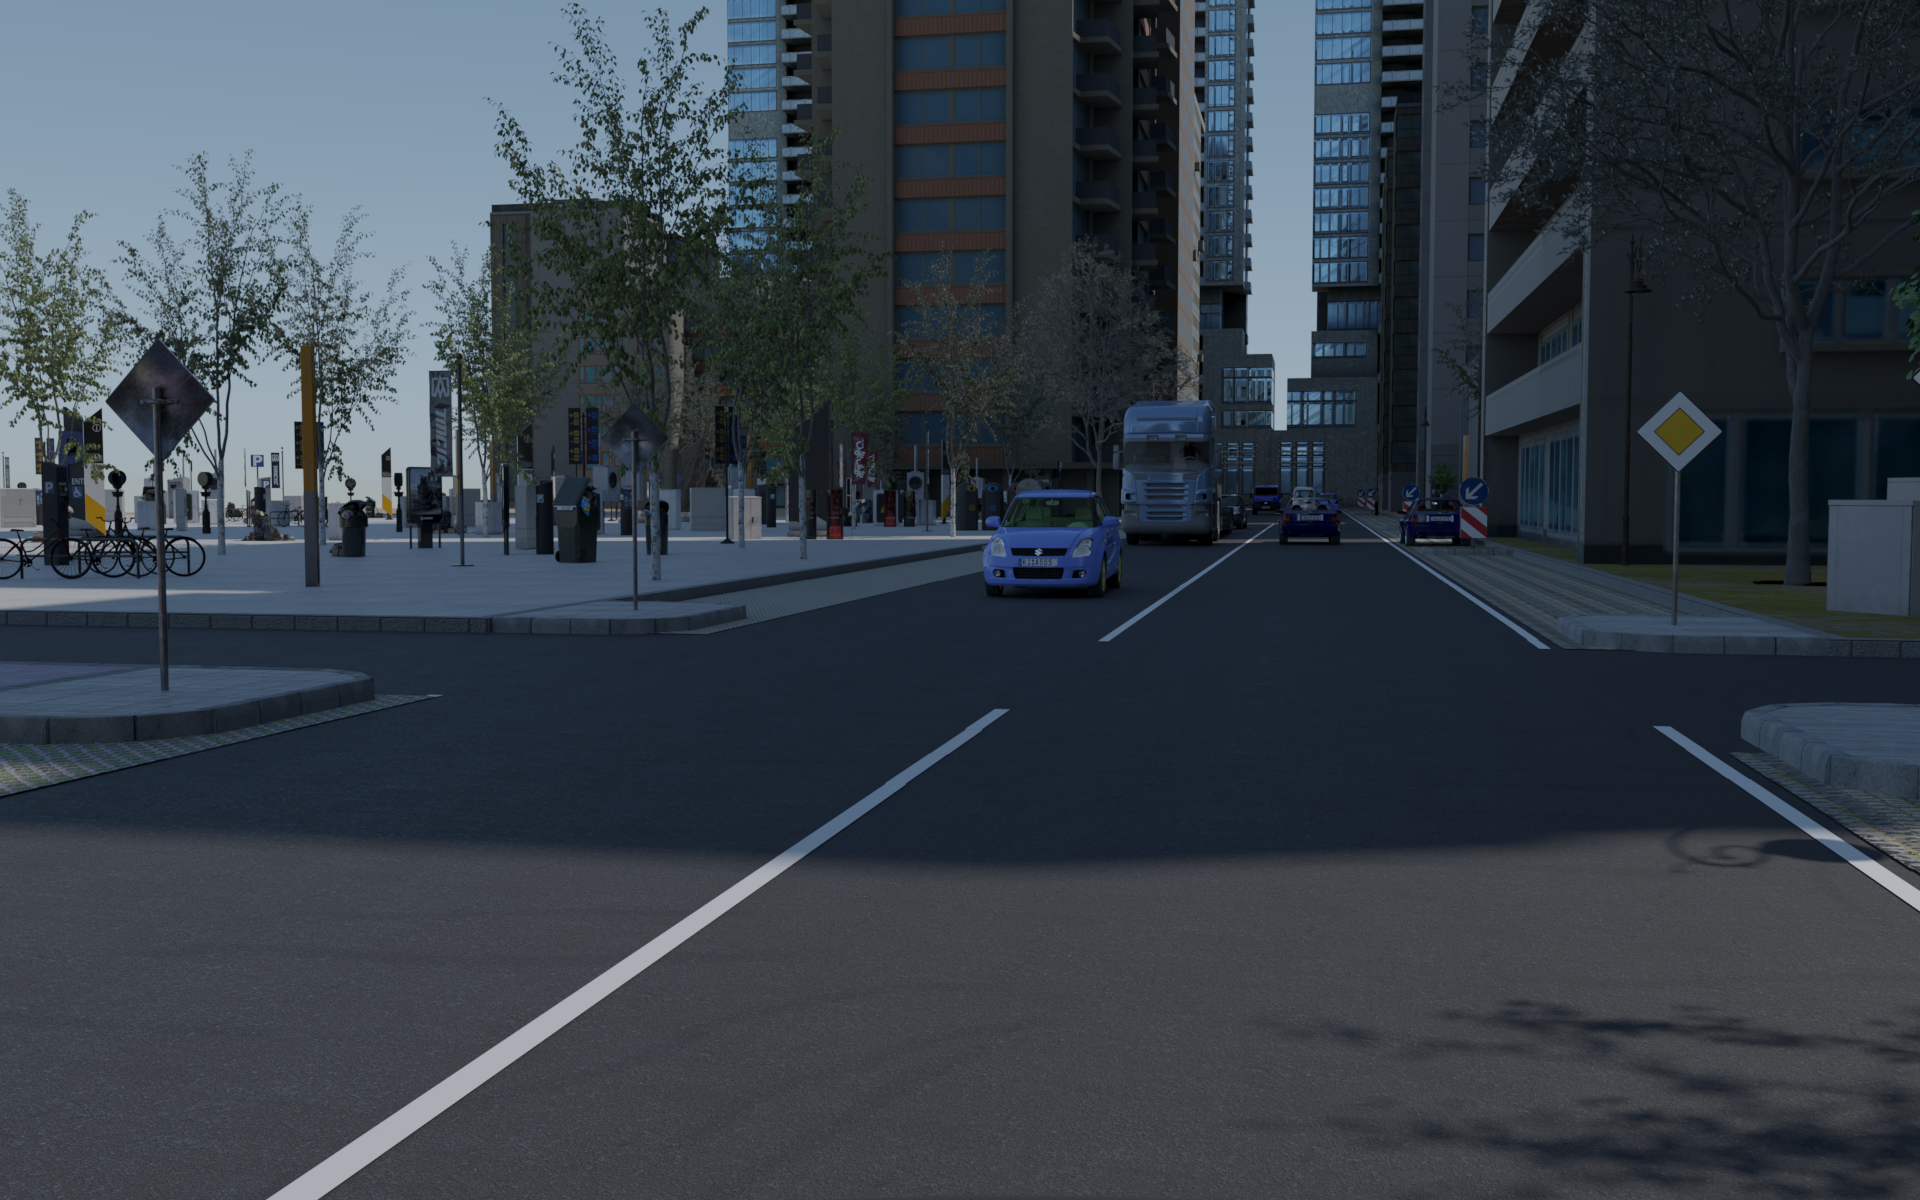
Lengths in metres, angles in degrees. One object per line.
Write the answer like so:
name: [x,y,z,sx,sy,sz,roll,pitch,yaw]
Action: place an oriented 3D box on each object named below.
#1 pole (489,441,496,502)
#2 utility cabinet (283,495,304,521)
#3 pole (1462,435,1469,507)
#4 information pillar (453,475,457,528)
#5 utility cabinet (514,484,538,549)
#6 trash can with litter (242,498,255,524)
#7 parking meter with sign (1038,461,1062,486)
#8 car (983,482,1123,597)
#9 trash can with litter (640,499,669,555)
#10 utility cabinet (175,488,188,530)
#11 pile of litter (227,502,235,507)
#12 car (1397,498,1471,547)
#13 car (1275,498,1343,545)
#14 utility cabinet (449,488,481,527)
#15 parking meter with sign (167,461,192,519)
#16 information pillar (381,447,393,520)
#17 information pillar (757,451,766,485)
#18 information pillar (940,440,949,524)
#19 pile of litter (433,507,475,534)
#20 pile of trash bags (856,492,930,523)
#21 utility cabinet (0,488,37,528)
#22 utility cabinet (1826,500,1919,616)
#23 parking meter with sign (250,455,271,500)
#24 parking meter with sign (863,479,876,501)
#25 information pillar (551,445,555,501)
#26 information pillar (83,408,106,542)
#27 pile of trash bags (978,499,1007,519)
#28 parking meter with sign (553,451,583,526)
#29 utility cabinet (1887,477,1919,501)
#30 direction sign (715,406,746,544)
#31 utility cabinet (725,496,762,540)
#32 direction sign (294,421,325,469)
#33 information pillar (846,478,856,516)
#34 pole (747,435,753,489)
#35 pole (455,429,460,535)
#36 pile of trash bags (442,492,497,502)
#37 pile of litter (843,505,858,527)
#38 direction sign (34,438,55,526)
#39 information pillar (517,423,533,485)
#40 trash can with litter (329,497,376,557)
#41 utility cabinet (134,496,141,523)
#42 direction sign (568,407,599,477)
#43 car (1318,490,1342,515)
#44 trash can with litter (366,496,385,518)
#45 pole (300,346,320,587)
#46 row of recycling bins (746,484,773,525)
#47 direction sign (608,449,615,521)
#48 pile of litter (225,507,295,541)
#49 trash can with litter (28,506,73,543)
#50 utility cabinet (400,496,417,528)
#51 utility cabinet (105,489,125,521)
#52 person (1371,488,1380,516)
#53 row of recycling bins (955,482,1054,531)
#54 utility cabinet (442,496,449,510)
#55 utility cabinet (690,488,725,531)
pole: [-18.075,-4.473,66.973,0.158,3.312,0.155,0,3,0]
utility cabinet: [-31.760,-4.370,82.609,1.020,1.237,0.306,1,4,19]
pole: [17.466,-4.036,59.840,0.158,3.312,0.155,0,3,0]
information pillar: [-19.174,-3.774,66.194,0.304,2.012,0.304,-3,4,-38]
utility cabinet: [-10.086,-1.946,40.501,0.318,1.500,1.173,0,4,4]
trash can with litter: [-30.566,-3.872,74.696,1.055,1.170,0.624,2,4,31]
parking meter with sign: [4.466,-5.803,91.135,1.738,3.016,0.543,1,4,21]
car: [1.400,-0.961,25.310,1.945,1.707,3.694,1,4,11]
trash can with litter: [-6.496,-1.553,36.785,0.624,1.170,1.055,-1,4,-12]
utility cabinet: [-27.309,-3.187,60.780,0.318,1.500,1.173,-1,4,-21]
pile of litter: [-40.221,-4.964,95.131,1.719,0.858,1.176,-3,5,-42]
car: [13.231,-2.186,48.321,1.945,1.354,3.894,1,4,11]
car: [10.175,-2.319,50.500,1.945,1.354,3.894,1,4,10]
utility cabinet: [-19.284,-3.596,67.468,1.173,1.500,0.318,-3,5,-40]
parking meter with sign: [-41.006,-5.757,90.380,1.738,3.016,0.543,-2,4,-30]
information pillar: [-28.464,-5.790,86.015,0.504,3.616,0.183,-3,4,-37]
information pillar: [-10.413,-6.101,91.107,0.504,3.616,0.183,-1,4,-9]
information pillar: [-0.639,-5.092,74.608,0.183,3.616,0.504,3,4,37]
pile of litter: [-16.638,-2.607,56.583,1.719,0.858,1.176,-3,4,-37]
pile of trash bags: [-3.047,-4.134,77.342,3.447,1.369,1.912,-1,4,-12]
utility cabinet: [-35.706,-3.484,65.644,1.173,1.500,0.318,-3,4,-37]
utility cabinet: [9.912,-0.462,18.708,0.306,1.237,1.020,-2,4,-25]
parking meter with sign: [-30.539,-4.873,75.942,0.543,3.016,1.738,-3,4,-38]
parking meter with sign: [-4.705,-5.766,90.535,1.738,3.016,0.543,0,4,0]
information pillar: [-19.204,-5.531,81.783,0.183,3.616,0.504,0,4,-2]
information pillar: [-23.376,-3.391,46.798,0.504,3.616,0.183,-2,4,-32]
pile of trash bags: [1.166,-4.833,88.771,1.912,1.369,3.447,-2,4,-27]
parking meter with sign: [-16.078,-4.538,70.451,1.738,3.016,0.543,3,5,42]
utility cabinet: [12.839,-0.886,23.168,0.318,1.500,1.173,0,4,2]
direction sign: [-6.020,-3.224,44.706,0.379,3.537,0.876,2,4,32]
utility cabinet: [-6.087,-2.310,48.932,0.306,1.237,1.020,3,5,45]
direction sign: [-20.301,-3.799,54.109,0.876,3.537,0.379,-2,4,-29]
information pillar: [-4.968,-4.556,78.985,0.304,2.012,0.304,-3,5,-43]
pole: [-7.310,-4.067,60.333,0.158,3.312,0.155,0,3,0]
pole: [-15.774,-3.712,54.540,0.158,3.312,0.155,0,3,0]
pile of trash bags: [-28.139,-5.452,98.894,3.447,1.369,1.912,-1,4,-23]
pile of litter: [-4.776,-3.332,68.442,1.719,0.858,1.176,-2,4,-23]
direction sign: [-36.836,-4.758,69.786,0.379,3.537,0.876,2,4,24]
information pillar: [-14.242,-4.002,56.781,0.504,3.616,0.183,-2,4,-24]
trash can with litter: [-12.555,-1.467,35.372,1.055,1.170,0.624,3,5,41]
utility cabinet: [-35.693,-3.956,75.843,1.020,1.237,0.306,2,4,24]
direction sign: [-9.869,-3.270,45.465,0.876,3.537,0.379,1,4,18]
car: [25.898,-6.870,121.920,1.945,1.707,3.694,1,4,13]
trash can with litter: [-31.441,-4.995,93.059,1.055,1.170,0.624,0,4,2]
pole: [-8.976,-1.840,23.924,0.158,3.312,0.155,0,3,0]
row of recycling bins: [-8.600,-4.125,74.549,1.069,1.692,3.534,-1,4,-14]
direction sign: [-16.410,-5.472,81.468,0.379,3.537,0.876,0,4,-1]
pile of litter: [-19.135,-2.061,47.659,1.719,0.858,1.176,2,4,26]
trash can with litter: [-24.149,-2.114,45.948,1.055,1.170,0.624,-3,5,-41]
utility cabinet: [-21.020,-3.359,66.084,0.306,1.237,1.020,1,4,10]
utility cabinet: [-40.154,-4.479,81.909,1.173,1.500,0.318,0,4,-2]
person: [27.516,-6.483,114.515,0.705,1.823,1.348,0,4,-8]
row of recycling bins: [1.564,-3.290,60.911,3.534,1.692,1.069,0,4,3]
utility cabinet: [-20.343,-3.439,67.394,1.020,1.237,0.306,1,4,14]
utility cabinet: [-8.744,-3.139,59.994,1.173,1.500,0.318,-1,4,-18]
